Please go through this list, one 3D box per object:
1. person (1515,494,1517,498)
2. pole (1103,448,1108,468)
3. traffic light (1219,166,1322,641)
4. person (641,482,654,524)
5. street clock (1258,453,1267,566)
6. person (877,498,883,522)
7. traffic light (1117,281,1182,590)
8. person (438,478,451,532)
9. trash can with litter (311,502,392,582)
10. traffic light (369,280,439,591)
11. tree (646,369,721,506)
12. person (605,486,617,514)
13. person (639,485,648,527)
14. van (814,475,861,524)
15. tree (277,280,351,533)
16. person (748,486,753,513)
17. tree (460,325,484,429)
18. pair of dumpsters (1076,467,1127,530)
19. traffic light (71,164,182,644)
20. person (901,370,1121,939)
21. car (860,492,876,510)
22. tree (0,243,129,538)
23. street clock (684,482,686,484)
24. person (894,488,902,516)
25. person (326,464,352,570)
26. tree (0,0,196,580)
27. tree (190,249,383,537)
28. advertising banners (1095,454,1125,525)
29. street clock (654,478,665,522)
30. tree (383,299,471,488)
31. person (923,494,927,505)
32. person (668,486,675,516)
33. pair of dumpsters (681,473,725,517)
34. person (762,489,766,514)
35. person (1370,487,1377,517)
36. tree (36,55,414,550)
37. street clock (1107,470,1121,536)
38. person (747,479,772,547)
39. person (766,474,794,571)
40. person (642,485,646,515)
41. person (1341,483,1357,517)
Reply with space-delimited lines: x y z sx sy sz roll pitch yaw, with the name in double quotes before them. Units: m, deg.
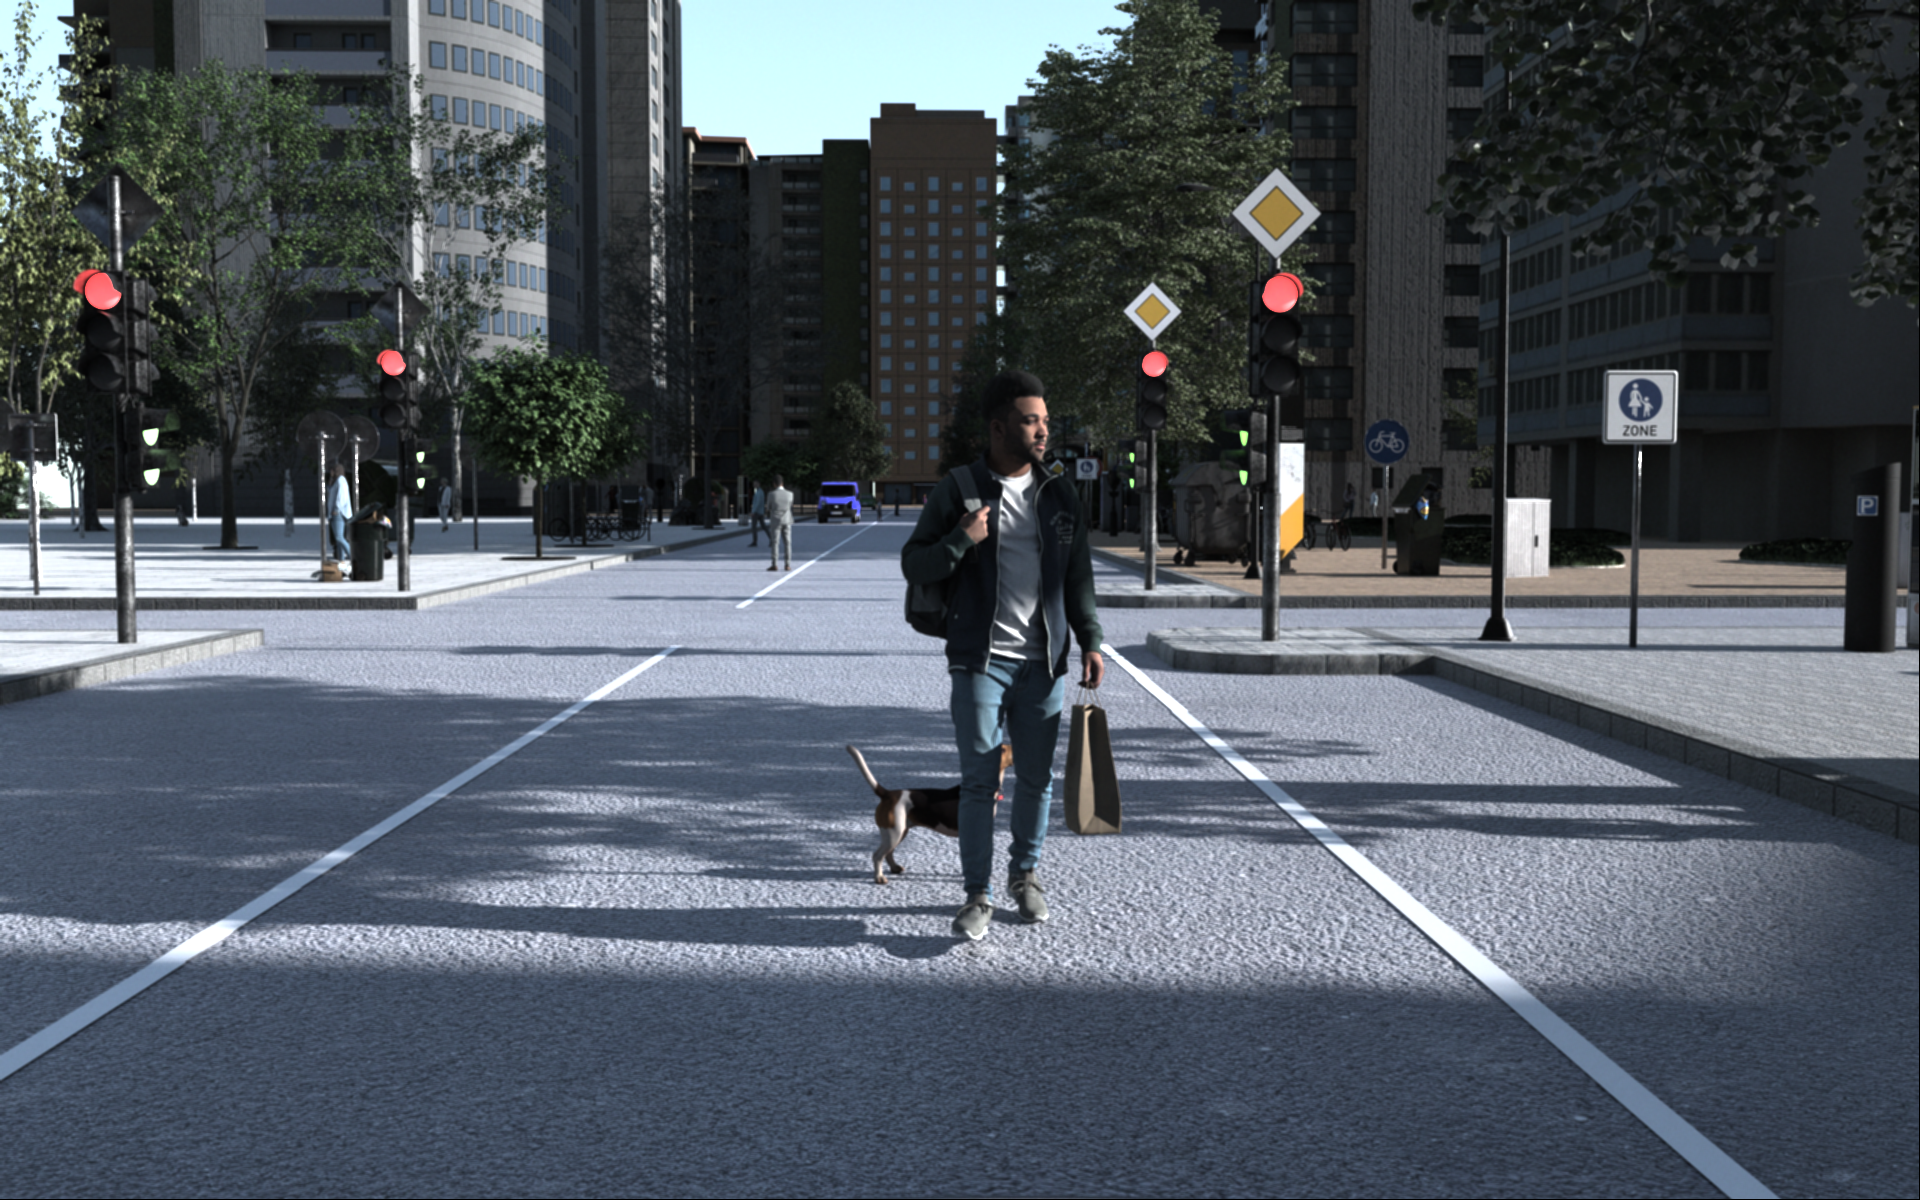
"person" 23.684 -3.902 74.081 0.306 1.304 0.590 3 4 39
"pole" 6.403 -5.047 76.369 0.158 3.312 0.155 0 3 0
"traffic light" 2.698 -1.598 15.043 0.839 4.253 0.868 0 4 -1
"person" -13.270 -4.102 73.307 0.583 1.804 0.606 2 4 26
"street clock" 5.466 -1.605 30.816 0.471 2.002 0.358 1 4 15
"person" -4.139 -4.675 89.623 0.332 1.250 0.352 -2 4 -24
"traffic light" 2.521 -2.086 23.026 0.839 4.253 0.868 0 4 -1
"person" -17.448 -3.228 58.693 0.514 1.842 0.818 0 4 4
"trash can with litter" -8.929 -0.857 25.396 1.055 1.170 0.624 -2 4 -35
"traffic light" -7.338 -2.072 22.792 0.839 4.253 0.868 0 4 -1
"tree" -15.457 -8.856 95.153 4.360 8.622 3.978 0 3 0
"person" -22.303 -6.425 111.061 0.705 1.831 1.348 3 4 36
"person" -12.322 -3.702 66.535 0.622 1.834 0.822 -1 4 -12
"van" -5.986 -4.984 85.866 2.240 2.365 5.245 0 4 -1
"tree" -22.131 -6.527 57.086 4.737 8.622 4.395 0 3 0
"person" -14.469 -6.951 119.631 0.705 1.831 1.348 -1 4 -19
"tree" -28.763 -10.189 92.345 9.928 11.665 9.643 0 3 0
"pair of dumpsters" 5.262 -3.800 64.627 1.574 2.255 4.437 0 4 -1
"traffic light" -7.160 -1.583 14.809 0.839 4.253 0.868 0 4 -1
"person" 0.207 0.175 5.621 0.794 1.824 0.713 0 4 0
"car" -8.544 -9.075 157.170 1.959 1.807 4.718 0 4 0
"tree" -25.757 -6.109 50.247 4.360 8.622 3.978 0 3 0
"street clock" -14.293 -5.298 91.195 0.358 2.002 0.471 2 4 33
"person" -4.123 -6.461 114.226 0.705 1.814 1.350 1 4 17
"person" -10.501 -1.412 29.396 0.793 1.790 0.793 2 4 30
"tree" -13.725 -4.617 25.844 4.737 8.622 4.395 0 3 0
"tree" -20.236 -6.187 51.514 4.360 8.622 3.978 0 3 0
"advertising banners" 6.068 -4.518 70.062 0.090 3.025 2.074 -2 4 -30
"street clock" -13.759 -4.574 79.362 0.471 2.002 0.358 -3 4 -38
"tree" -20.466 -6.982 64.520 4.360 8.622 3.978 0 3 0
"person" -2.682 -7.502 134.383 0.599 1.433 0.991 -1 4 -20
"person" -17.077 -5.866 102.674 0.721 1.735 1.217 -2 4 -24
"pair of dumpsters" -11.704 -4.665 78.773 1.574 2.255 4.437 0 4 -1
"person" -12.823 -6.473 112.592 0.721 1.735 1.217 -1 4 -20
"person" 19.118 -4.420 80.127 0.330 1.601 0.589 0 4 6
"tree" -16.951 -7.001 40.218 9.928 11.665 9.643 0 3 0
"street clock" 4.657 -2.928 52.442 0.358 2.002 0.471 -1 4 -21
"person" -5.411 -2.359 46.929 0.748 1.841 0.638 1 4 18
"person" -3.390 -1.455 32.466 0.511 1.800 0.466 -2 4 -33
"person" -19.523 -6.164 106.769 0.705 1.831 1.348 -1 4 -18
"person" 16.099 -3.995 71.958 0.593 1.750 0.643 -2 4 -33
